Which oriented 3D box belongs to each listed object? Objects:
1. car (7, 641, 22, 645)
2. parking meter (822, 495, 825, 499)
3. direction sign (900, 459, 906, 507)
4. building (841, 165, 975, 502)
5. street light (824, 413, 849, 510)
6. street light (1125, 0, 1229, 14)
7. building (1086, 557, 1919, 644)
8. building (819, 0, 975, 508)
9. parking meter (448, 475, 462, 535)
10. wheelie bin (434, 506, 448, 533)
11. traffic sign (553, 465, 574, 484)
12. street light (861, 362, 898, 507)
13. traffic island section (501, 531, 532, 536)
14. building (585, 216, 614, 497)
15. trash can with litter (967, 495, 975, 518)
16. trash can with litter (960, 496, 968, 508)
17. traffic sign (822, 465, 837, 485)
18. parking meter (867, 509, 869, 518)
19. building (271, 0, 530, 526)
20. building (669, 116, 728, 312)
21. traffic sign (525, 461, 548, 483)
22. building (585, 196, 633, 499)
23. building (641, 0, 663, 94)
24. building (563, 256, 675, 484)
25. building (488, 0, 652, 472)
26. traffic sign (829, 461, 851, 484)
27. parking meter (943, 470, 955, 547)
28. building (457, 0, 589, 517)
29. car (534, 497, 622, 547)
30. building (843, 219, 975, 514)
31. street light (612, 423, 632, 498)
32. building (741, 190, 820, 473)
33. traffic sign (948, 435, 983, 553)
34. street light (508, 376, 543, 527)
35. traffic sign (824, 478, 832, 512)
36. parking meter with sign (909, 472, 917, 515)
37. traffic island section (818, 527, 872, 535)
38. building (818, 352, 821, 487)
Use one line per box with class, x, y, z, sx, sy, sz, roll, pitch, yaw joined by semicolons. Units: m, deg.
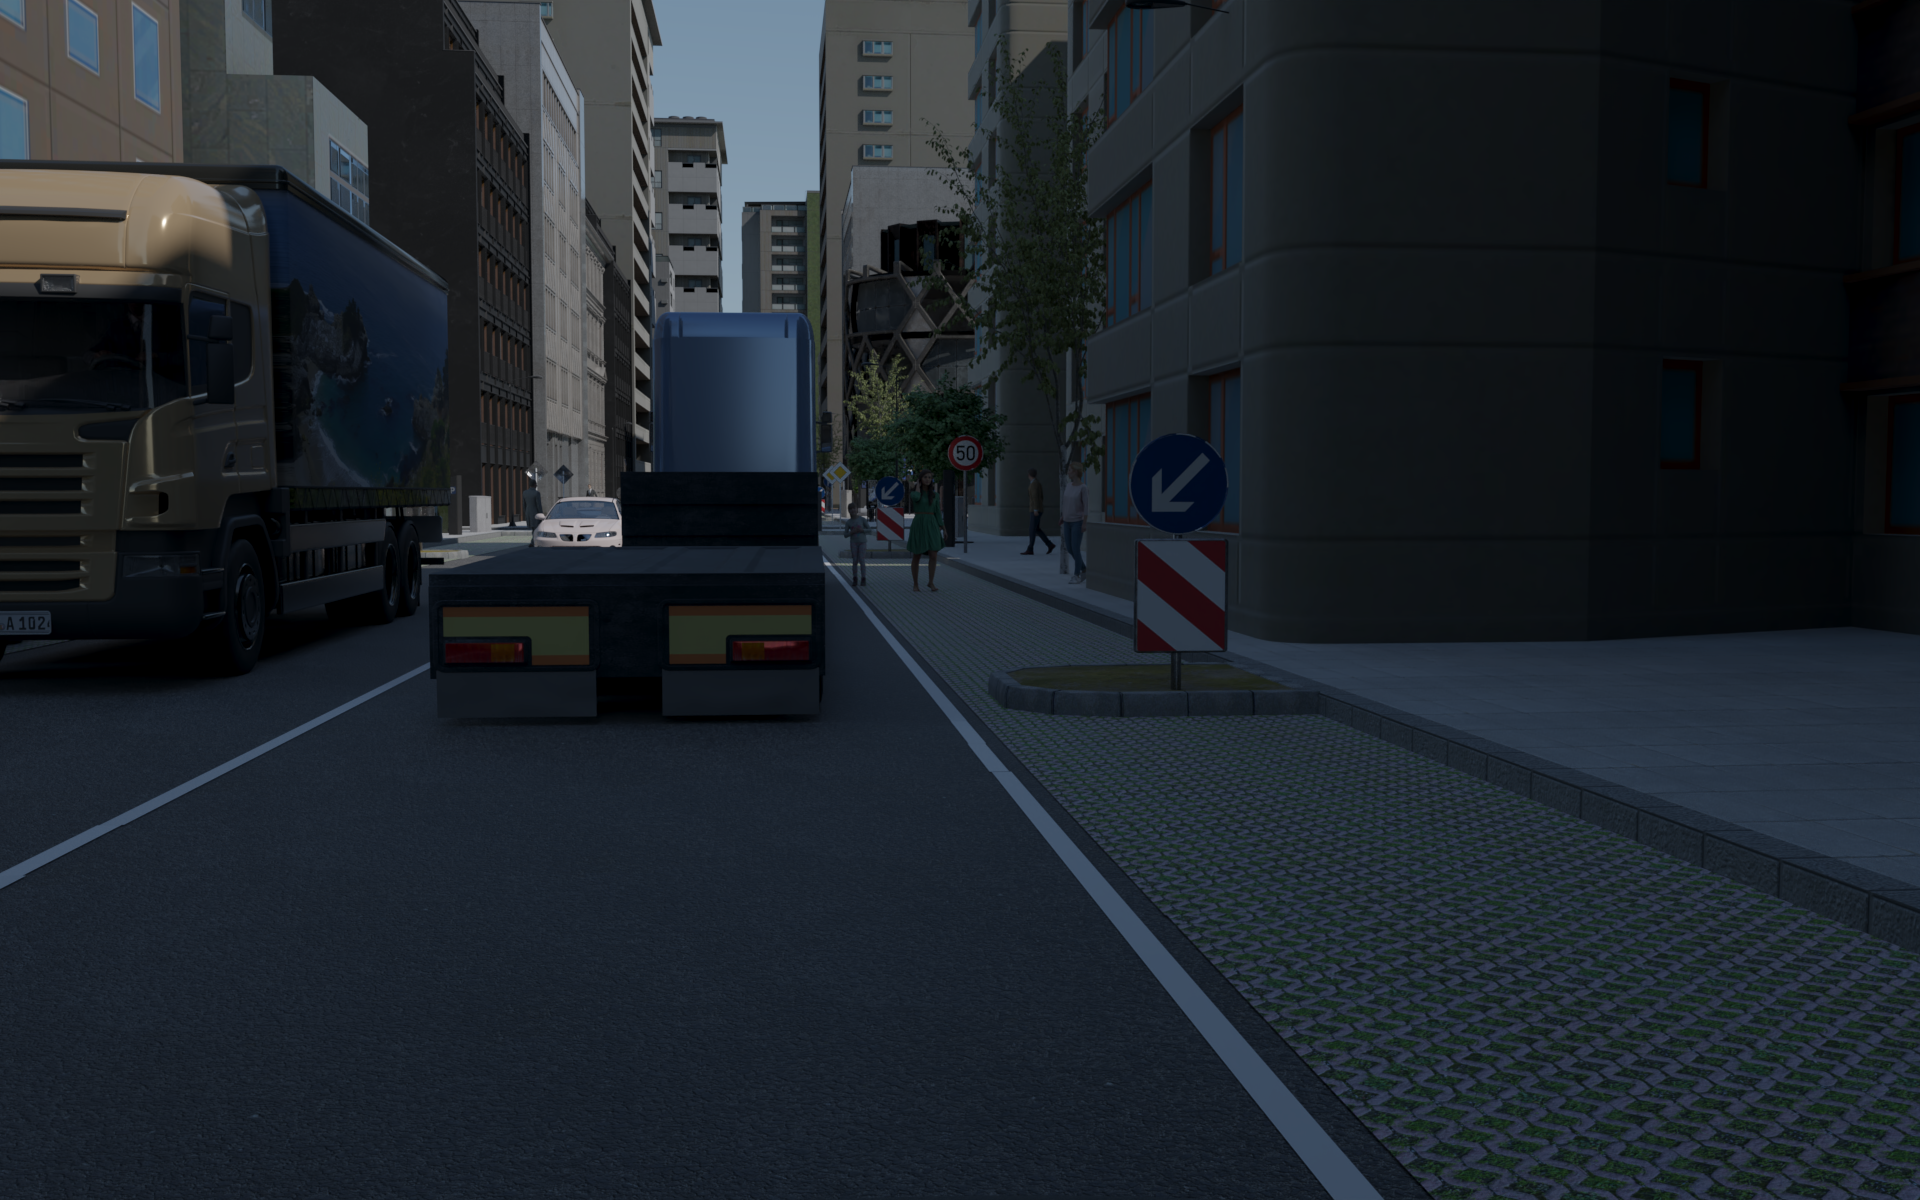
car;-9.639;-0.317;14.970;2.009;1.686;4.222;0;4;-6
parking meter;-11.190;-8.145;141.588;0.372;1.533;0.369;0;3;0
direction sign;-3.495;-6.748;102.321;0.379;3.537;0.876;3;4;38
building;-2.795;-19.405;135.286;12.078;24.808;19.932;0;4;-6
street light;-6.923;-7.696;98.372;1.470;5.913;1.316;0;4;-6
street light;2.228;-2.677;16.316;1.470;5.913;1.316;0;4;-6
building;17.043;-10.101;10.187;27.650;21.520;28.899;0;4;-6
building;-2.352;-33.095;164.809;21.300;48.544;21.600;0;4;-6
parking meter;-15.838;-2.970;54.270;0.399;1.863;0.255;1;4;16
wheelie bin;-16.902;-2.987;56.752;0.693;1.594;0.980;-2;4;-28
traffic sign;-15.636;-4.041;68.267;0.795;2.593;0.064;0;4;-6
street light;-2.780;-5.428;61.282;1.470;5.913;1.316;0;4;-6
traffic island section;-14.785;-2.331;60.395;2.009;0.180;2.903;0;4;-6
building;-29.399;-16.957;113.396;11.583;22.565;21.152;0;4;-6
trash can with litter;1.084;-4.894;91.072;2.233;1.210;1.678;2;4;31
trash can with litter;-0.099;-4.400;83.326;1.055;1.170;0.624;3;5;44
traffic sign;-5.103;-4.111;69.402;0.795;2.593;0.064;0;4;-6
parking meter;-4.845;-5.381;93.688;0.255;1.863;0.399;2;4;35
building;-25.931;-15.013;75.138;12.332;23.373;15.834;0;4;-6
building;-44.061;-39.834;240.528;27.495;52.752;28.713;0;4;-6
traffic sign;-14.762;-3.556;60.330;0.795;2.593;0.064;0;4;-6
building;-31.845;-18.481;131.837;12.332;23.373;15.834;0;4;-6
building;-45.178;-35.870;175.713;28.713;52.752;27.495;0;4;-6
building;-41.629;-26.797;209.832;14.107;30.474;14.160;0;4;-6
building;-38.656;-32.290;151.641;21.300;48.544;21.600;0;4;-6
traffic sign;-4.229;-3.625;61.465;0.795;2.593;0.064;0;4;-6
parking meter;-0.261;-2.218;41.979;0.255;1.863;0.399;0;4;7
building;-27.190;-16.813;92.914;12.078;24.808;19.932;0;4;-6
car;-8.163;-1.563;37.919;2.083;1.381;4.827;0;4;-6
building;0.544;-15.238;116.597;16.820;18.784;16.811;0;4;-6
street light;-22.004;-8.568;112.630;1.470;5.913;1.316;0;4;-6
building;-22.511;-33.732;235.105;14.086;41.232;14.154;0;4;-6
traffic sign;0.120;-2.295;37.627;0.768;2.556;0.104;0;4;-4
street light;-17.048;-5.835;67.936;1.470;5.913;1.316;0;4;-6
traffic sign;-9.357;-7.557;123.667;0.768;2.556;0.104;0;4;-3
parking meter with sign;-2.420;-6.721;106.142;1.738;3.016;0.543;2;4;35
traffic island section;-4.207;-2.402;61.550;2.009;0.180;2.903;0;4;-6
building;-2.649;-22.094;206.275;27.650;21.520;28.899;0;4;-6
